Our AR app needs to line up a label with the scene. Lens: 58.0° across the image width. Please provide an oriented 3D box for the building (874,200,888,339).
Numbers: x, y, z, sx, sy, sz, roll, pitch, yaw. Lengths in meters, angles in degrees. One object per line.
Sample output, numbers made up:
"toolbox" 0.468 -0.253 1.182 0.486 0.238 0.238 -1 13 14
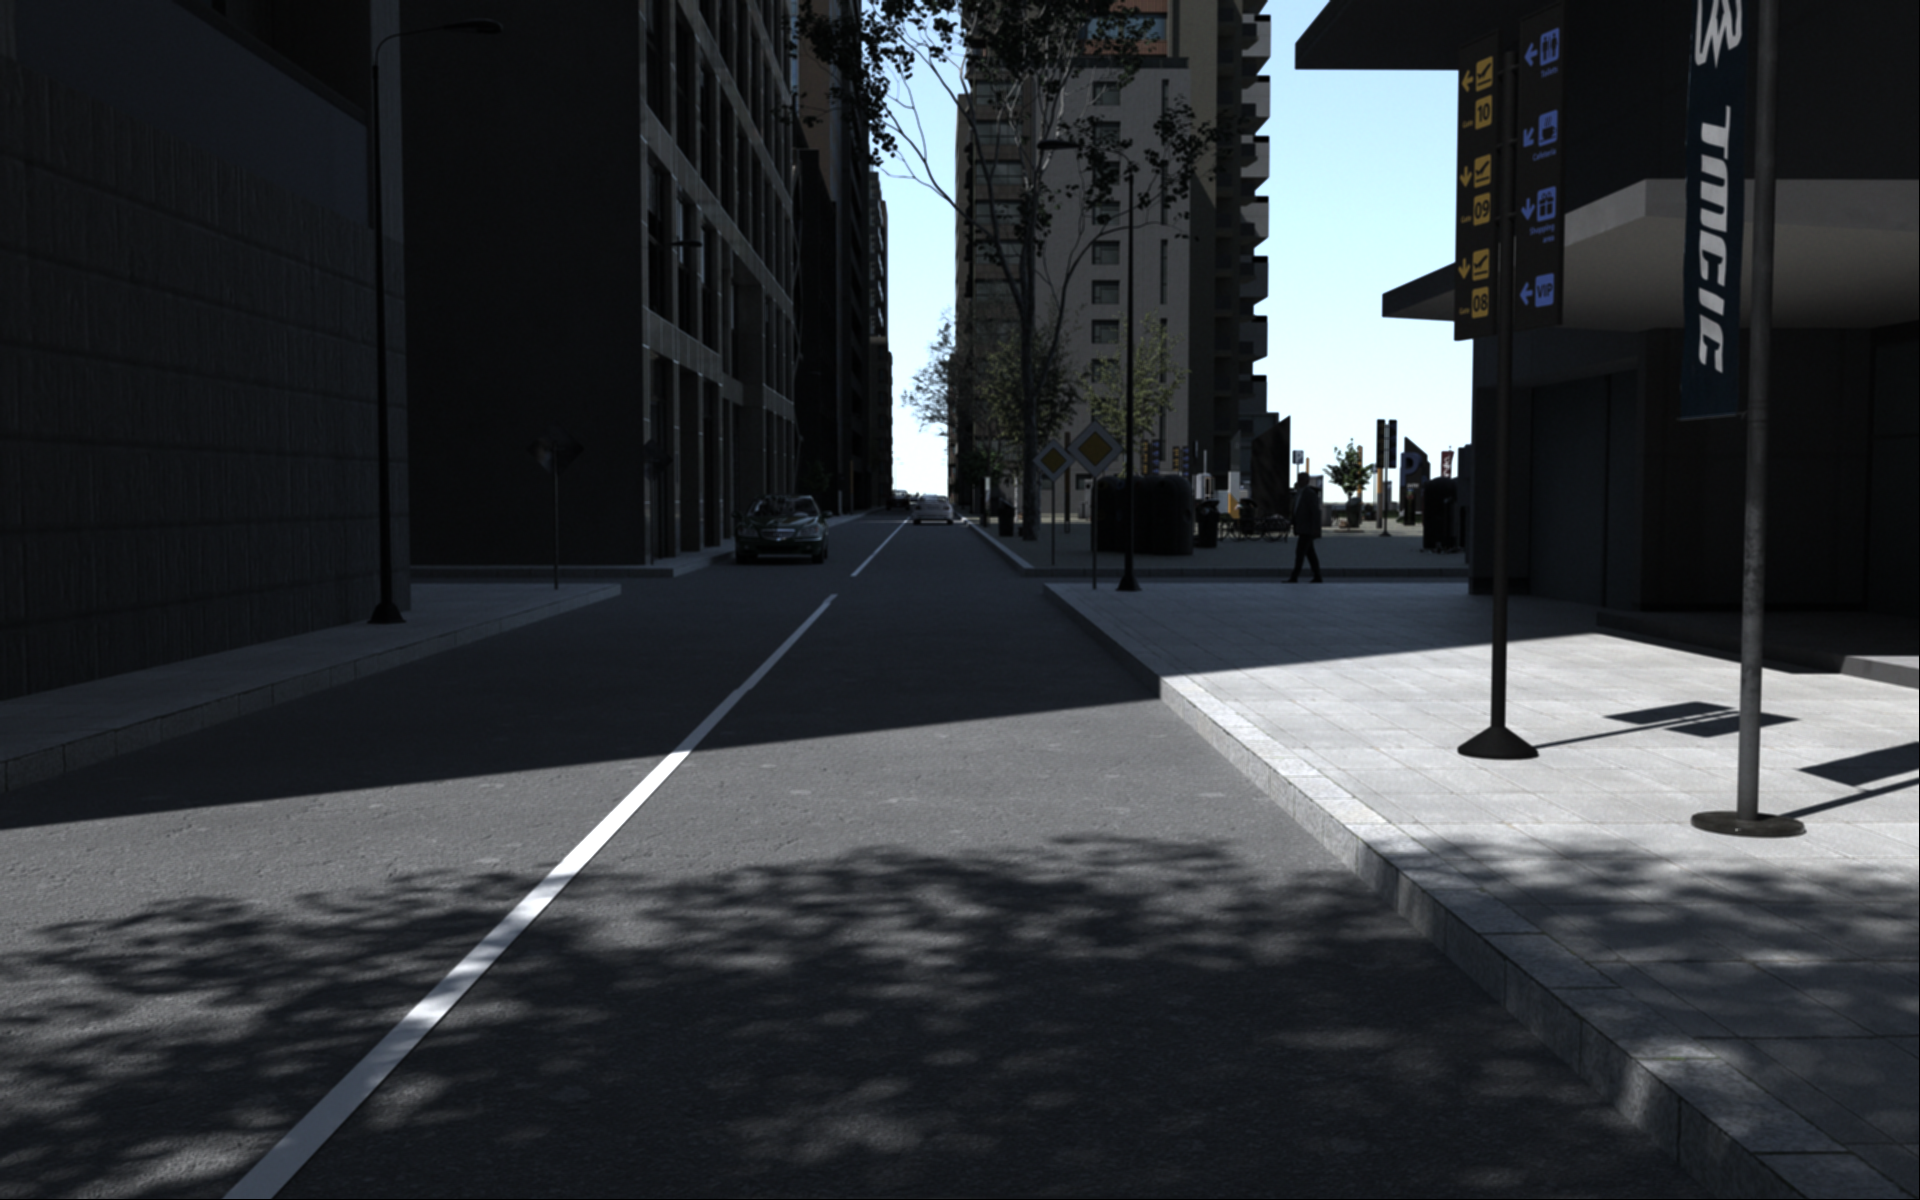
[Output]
"building" -17.694 -37.086 256.467 14.600 45.320 14.200 0 4 -1

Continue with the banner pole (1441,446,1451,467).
"banner pole" 25.186 -6.096 89.692 0.401 3.779 0.863 -2 4 -28

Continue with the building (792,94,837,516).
"building" -13.363 -16.230 95.040 12.332 23.373 15.834 0 4 -1

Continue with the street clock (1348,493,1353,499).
"street clock" 22.975 -5.958 101.982 0.358 2.002 0.471 3 5 42

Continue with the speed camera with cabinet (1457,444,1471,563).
"speed camera with cabinet" 10.145 -2.279 31.592 2.038 3.252 0.660 3 5 43

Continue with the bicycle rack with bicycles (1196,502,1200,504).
"bicycle rack with bicycles" 13.288 -5.087 96.546 2.925 0.926 2.852 0 4 -7

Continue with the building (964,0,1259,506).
"building" 11.503 -29.649 139.382 22.147 44.769 28.867 0 4 -1

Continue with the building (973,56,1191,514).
"building" 7.853 -21.199 118.310 14.160 30.474 14.107 0 4 -1

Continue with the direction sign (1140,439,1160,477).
"direction sign" 7.891 -4.892 71.984 0.876 3.537 0.379 2 4 35

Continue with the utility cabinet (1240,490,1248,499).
"utility cabinet" 15.729 -5.478 98.237 1.173 1.500 0.318 -1 4 -11

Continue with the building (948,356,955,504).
"building" 12.325 -23.401 227.641 27.650 21.520 28.899 0 4 -1

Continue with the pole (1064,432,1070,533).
"pole" 3.540 -3.870 57.114 0.158 3.312 0.155 0 3 0

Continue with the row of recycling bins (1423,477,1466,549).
"row of recycling bins" 12.251 -2.129 41.918 1.069 1.692 3.534 3 4 38

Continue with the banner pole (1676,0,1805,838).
"banner pole" 3.012 -1.025 6.771 0.401 3.779 0.863 0 4 -3

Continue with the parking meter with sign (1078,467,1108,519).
"parking meter with sign" 6.766 -5.656 88.742 0.543 3.016 1.738 -3 5 -41

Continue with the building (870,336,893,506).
"building" -22.078 -21.967 204.206 27.650 21.520 28.899 0 4 -1

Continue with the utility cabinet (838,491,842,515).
"utility cabinet" -7.490 -5.880 104.819 0.318 1.500 1.173 -2 4 -26

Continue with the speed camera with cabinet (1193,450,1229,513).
"speed camera with cabinet" 11.498 -5.171 78.884 2.038 3.252 0.660 -3 5 -39

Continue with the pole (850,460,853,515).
"pole" -6.572 -6.794 104.922 0.158 3.312 0.155 0 3 0

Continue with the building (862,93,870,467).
"building" -16.172 -29.831 171.330 14.154 41.232 14.086 0 4 -1

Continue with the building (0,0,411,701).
"building" -19.996 -28.786 12.653 28.212 58.520 21.231 0 4 -1

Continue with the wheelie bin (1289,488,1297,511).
"wheelie bin" 16.689 -4.864 87.431 0.980 1.594 0.693 -2 4 -25

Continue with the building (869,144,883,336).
"building" -21.742 -37.516 232.997 23.786 49.044 30.456 0 4 -1

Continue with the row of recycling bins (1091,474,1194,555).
"row of recycling bins" 3.967 -1.877 37.810 1.069 1.692 3.534 -2 4 -24

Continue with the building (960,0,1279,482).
"building" 14.621 -35.417 168.307 28.713 52.752 27.495 0 4 -1

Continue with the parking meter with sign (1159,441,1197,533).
"parking meter with sign" 6.888 -3.709 56.904 1.738 3.016 0.543 1 4 14

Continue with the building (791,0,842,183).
"building" -15.016 -28.327 113.253 14.600 45.320 14.200 0 4 -1

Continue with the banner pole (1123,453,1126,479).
"banner pole" 9.198 -6.508 96.425 0.401 3.779 0.863 1 4 21

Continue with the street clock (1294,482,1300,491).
"street clock" 20.758 -6.237 106.548 0.358 2.002 0.471 3 5 43

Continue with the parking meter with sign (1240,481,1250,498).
"parking meter with sign" 17.139 -6.564 103.580 1.738 3.016 0.543 -2 4 -29

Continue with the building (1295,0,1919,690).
"building" 17.811 -25.651 8.636 28.713 52.752 27.495 0 4 -1

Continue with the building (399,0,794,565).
"building" -15.564 -14.850 47.312 19.350 26.468 34.151 0 4 -1

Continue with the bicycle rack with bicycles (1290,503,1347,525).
"bicycle rack with bicycles" 14.901 -3.578 71.879 2.852 0.926 2.925 -1 4 -14

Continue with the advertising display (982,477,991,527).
"advertising display" 1.023 -3.775 66.932 0.123 1.923 0.974 1 4 13

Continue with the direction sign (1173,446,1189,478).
"direction sign" 10.462 -5.512 82.120 0.876 3.537 0.379 3 4 37

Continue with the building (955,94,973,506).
"building" 10.228 -35.330 201.353 21.300 48.544 21.600 0 4 -1

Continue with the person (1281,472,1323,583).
"person" 5.320 -1.110 27.042 0.834 1.777 0.661 -1 4 -22

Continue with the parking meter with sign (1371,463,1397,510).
"parking meter with sign" 24.043 -6.223 98.012 0.543 3.016 1.738 -2 4 -30

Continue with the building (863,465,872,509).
"building" -18.250 -43.681 152.443 20.563 71.187 20.611 0 4 -1

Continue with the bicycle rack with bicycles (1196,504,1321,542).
"bicycle rack with bicycles" 8.127 -2.071 47.243 2.925 0.926 2.852 2 4 26

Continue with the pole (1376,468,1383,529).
"pole" 15.579 -4.306 64.244 0.158 3.312 0.155 0 3 0

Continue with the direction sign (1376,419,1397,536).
"direction sign" 12.935 -3.705 52.567 0.876 3.537 0.379 -2 4 -35

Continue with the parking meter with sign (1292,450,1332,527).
"parking meter with sign" 13.917 -4.401 68.221 0.543 3.016 1.738 -3 4 -36

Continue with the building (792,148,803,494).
"building" -15.203 -12.588 73.272 16.820 18.784 16.811 0 4 -1

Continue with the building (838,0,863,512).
"building" -18.505 -31.068 131.661 21.300 48.544 21.600 0 4 -1

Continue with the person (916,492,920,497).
"person" -6.500 -15.634 264.133 1.348 1.822 0.705 -2 4 -35

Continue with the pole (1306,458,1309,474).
"pole" 19.368 -6.283 96.577 0.158 3.312 0.155 0 3 0

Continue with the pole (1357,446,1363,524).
"pole" 16.975 -4.874 73.533 0.158 3.312 0.155 0 3 0
